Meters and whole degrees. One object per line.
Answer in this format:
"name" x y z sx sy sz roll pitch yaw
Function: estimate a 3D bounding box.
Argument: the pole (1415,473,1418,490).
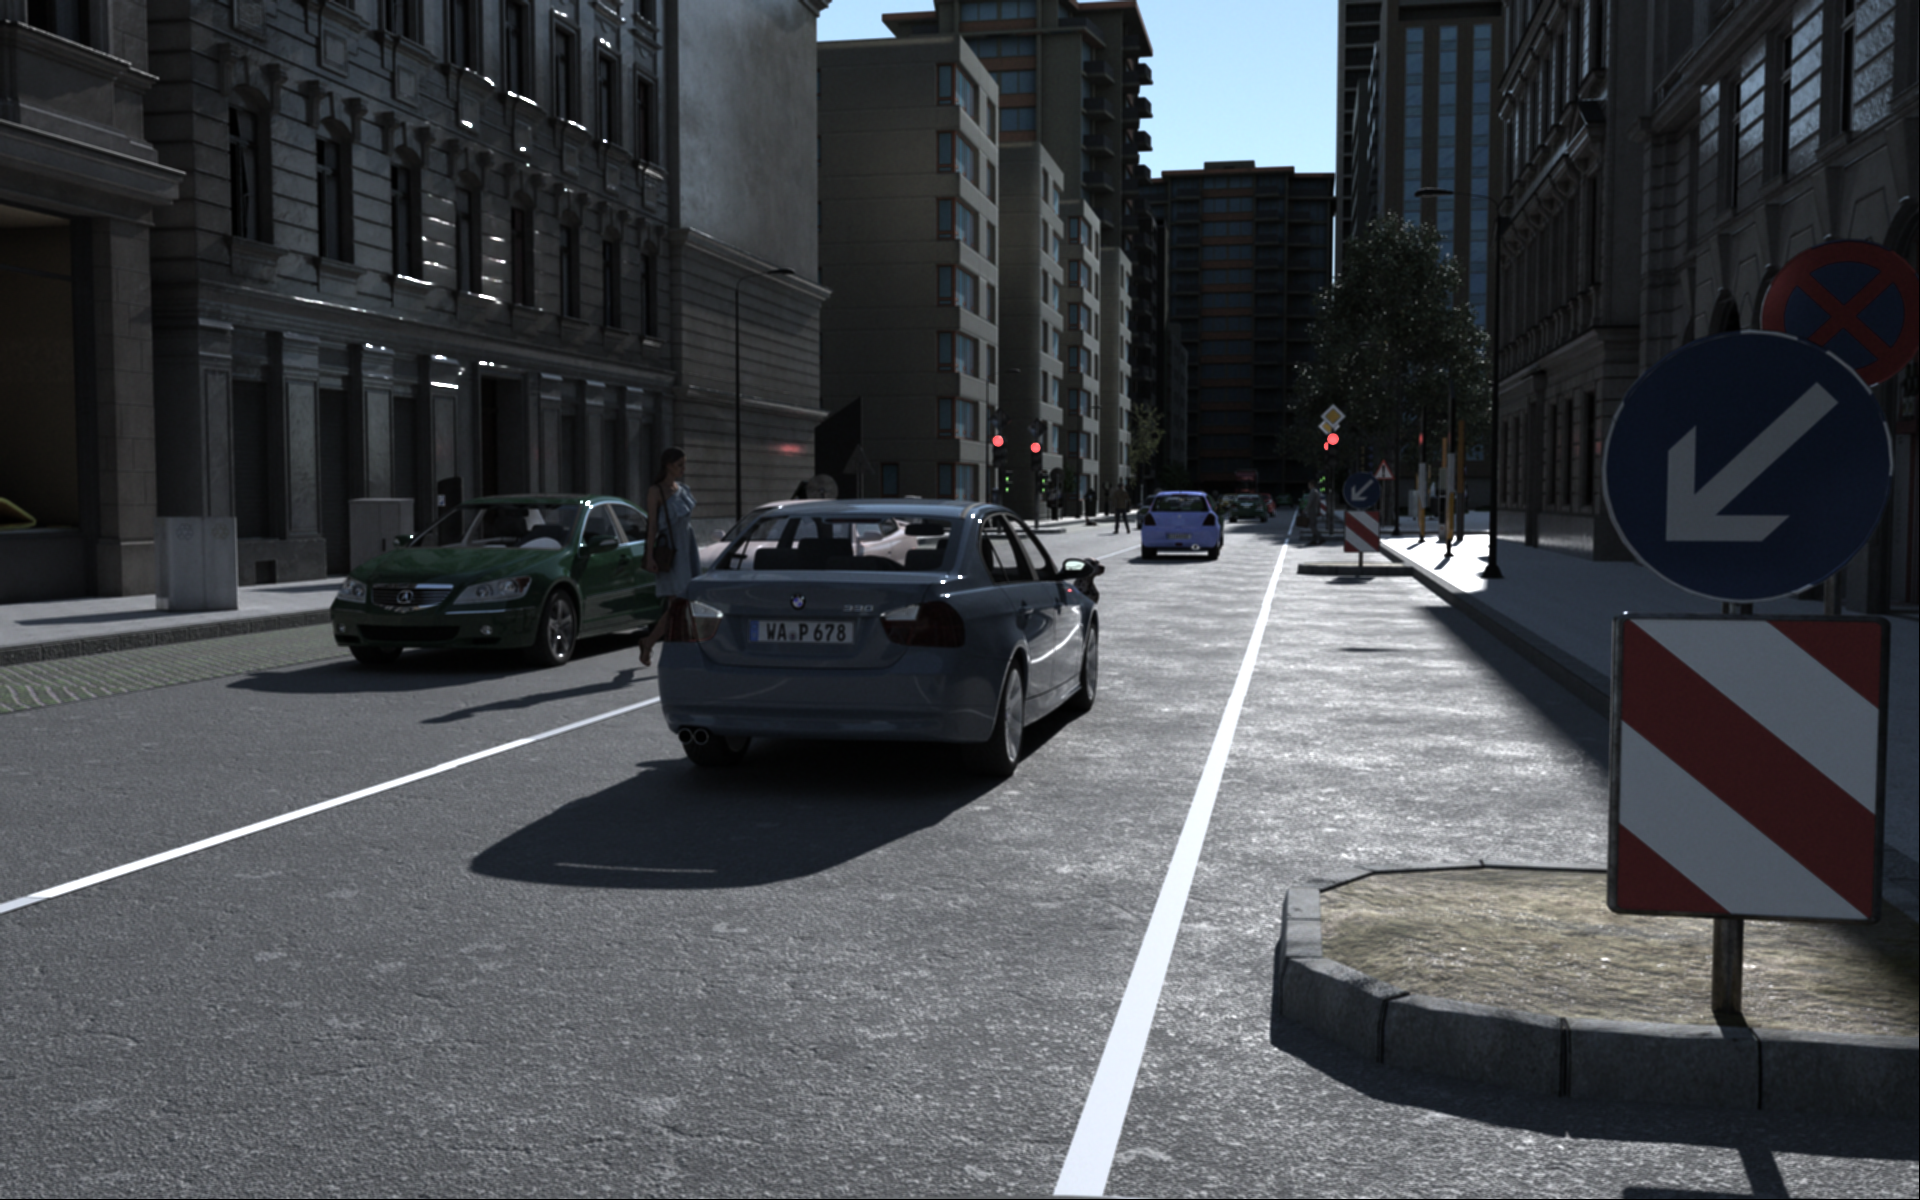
"pole" 30.781 -7.517 116.742 0.158 3.312 0.155 0 3 0

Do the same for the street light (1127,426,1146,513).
"street light" 12.014 -8.912 118.257 1.470 5.913 1.316 1 4 11

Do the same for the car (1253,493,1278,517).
"car" 18.861 -6.098 108.746 2.155 1.783 4.494 1 4 13

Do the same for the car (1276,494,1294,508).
"car" 34.702 -10.778 185.020 1.959 1.807 4.718 1 4 12

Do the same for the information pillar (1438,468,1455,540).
"information pillar" 13.503 -2.665 48.066 0.304 2.012 0.304 -2 4 -27

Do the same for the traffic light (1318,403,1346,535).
"traffic light" 11.559 -3.971 53.843 0.839 4.253 0.868 1 4 11

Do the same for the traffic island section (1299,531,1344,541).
"traffic island section" 11.596 -1.937 53.949 2.009 0.180 2.903 1 4 11

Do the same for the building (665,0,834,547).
"building" -21.746 -14.119 49.935 34.723 24.649 14.460 1 4 11

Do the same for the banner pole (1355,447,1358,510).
"banner pole" 19.332 -5.773 84.412 0.401 3.779 0.863 1 4 16

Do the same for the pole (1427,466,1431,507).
"pole" 32.241 -7.663 119.140 0.158 3.312 0.155 0 3 0

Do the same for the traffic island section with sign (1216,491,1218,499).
"traffic island section with sign" 28.068 -11.097 190.059 1.989 1.847 2.006 1 4 11

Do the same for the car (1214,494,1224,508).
"car" 24.470 -9.019 159.256 2.131 1.459 4.920 1 4 12

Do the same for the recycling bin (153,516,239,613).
"recycling bin" -8.470 -0.406 19.199 0.722 1.027 0.722 -3 4 -36

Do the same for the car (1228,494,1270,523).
"car" 14.791 -4.704 88.707 2.131 1.459 4.920 1 4 12

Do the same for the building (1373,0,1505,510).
"building" 42.314 -30.279 145.173 14.600 45.320 14.200 1 4 11

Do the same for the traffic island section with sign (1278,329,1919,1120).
"traffic island section with sign" 1.941 0.223 4.976 1.989 1.847 2.006 1 4 11

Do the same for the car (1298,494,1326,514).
"car" 25.300 -7.073 124.447 1.959 1.807 4.718 1 4 11

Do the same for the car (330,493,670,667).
"car" -3.927 -0.257 15.994 2.131 1.459 4.920 1 4 11

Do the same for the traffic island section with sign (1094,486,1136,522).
"traffic island section with sign" 7.924 -4.855 88.015 1.989 1.847 2.006 1 4 11

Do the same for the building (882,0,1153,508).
"building" 5.424 -30.585 154.683 22.147 44.769 28.867 1 4 11

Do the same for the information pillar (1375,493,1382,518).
"information pillar" 21.294 -5.106 87.972 0.304 2.012 0.304 2 4 30

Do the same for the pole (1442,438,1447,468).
"pole" 17.479 -4.204 62.577 0.158 3.312 0.155 0 3 0

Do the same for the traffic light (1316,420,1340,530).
"traffic light" 13.106 -4.450 61.677 0.839 4.253 0.868 1 4 11

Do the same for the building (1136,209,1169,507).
"building" 13.471 -24.691 175.396 14.160 30.474 14.107 1 4 11

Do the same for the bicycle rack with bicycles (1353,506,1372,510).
"bicycle rack with bicycles" 28.576 -6.599 121.275 2.925 0.926 2.852 0 4 -5

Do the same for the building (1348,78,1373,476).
"building" 54.501 -34.765 192.114 21.300 48.544 21.600 1 4 11

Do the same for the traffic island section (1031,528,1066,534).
"traffic island section" 2.802 -2.541 63.823 2.009 0.180 2.903 1 4 11

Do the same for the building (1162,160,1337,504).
"building" 35.055 -35.230 230.630 28.867 44.769 22.147 1 4 11

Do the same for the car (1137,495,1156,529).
"car" 8.414 -3.675 72.090 2.014 1.417 4.499 1 4 12

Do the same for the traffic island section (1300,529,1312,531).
"traffic island section" 13.143 -2.416 61.783 2.009 0.180 2.903 1 4 11

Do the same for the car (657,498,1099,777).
"car" -0.284 0.110 10.208 2.014 1.417 4.499 1 4 13

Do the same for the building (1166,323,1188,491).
"building" 10.810 -21.701 199.856 28.899 21.520 27.650 1 4 11

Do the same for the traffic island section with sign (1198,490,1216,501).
"traffic island section with sign" 22.860 -9.479 163.610 1.989 1.847 2.006 1 4 11

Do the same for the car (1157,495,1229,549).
"car" 6.181 -2.137 46.743 2.131 1.459 4.920 1 4 10

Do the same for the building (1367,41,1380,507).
"building" 50.700 -33.440 166.357 23.786 49.044 30.456 1 4 11

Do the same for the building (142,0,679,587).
"building" -12.976 -11.197 32.219 9.793 20.994 18.267 1 4 11

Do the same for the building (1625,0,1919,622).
"building" 15.739 -10.794 18.287 13.314 21.916 24.055 1 4 11

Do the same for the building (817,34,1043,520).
"building" -10.780 -14.509 82.262 27.650 21.520 28.899 1 4 11

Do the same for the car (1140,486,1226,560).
"car" 5.031 -1.812 39.220 1.945 1.707 3.694 1 4 9

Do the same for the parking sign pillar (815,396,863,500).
"parking sign pillar" -3.346 -3.627 47.767 1.447 3.967 1.447 0 4 0

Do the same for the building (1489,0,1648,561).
"building" 18.465 -10.755 40.473 10.561 19.102 19.286 1 4 11

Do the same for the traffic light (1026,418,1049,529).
"traffic light" 2.839 -4.572 63.681 0.839 4.253 0.868 1 4 11

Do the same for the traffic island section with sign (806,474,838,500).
"traffic island section with sign" -2.794 -1.537 33.763 1.989 1.847 2.006 1 4 11

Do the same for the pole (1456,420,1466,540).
"pole" 13.876 -3.311 47.974 0.158 3.312 0.155 0 3 0

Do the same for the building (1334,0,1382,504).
"building" 59.571 -48.198 226.285 20.611 71.187 20.563 1 4 11

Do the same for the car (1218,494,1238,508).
"car" 21.965 -7.965 140.447 2.015 1.641 3.980 1 4 12

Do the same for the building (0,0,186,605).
"building" -18.424 -9.317 3.245 10.553 20.767 40.483 1 4 11

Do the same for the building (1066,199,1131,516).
"building" -3.548 -16.718 118.377 27.650 21.520 28.899 1 4 11

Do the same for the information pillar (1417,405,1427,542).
"information pillar" 12.293 -3.346 46.057 0.183 3.616 0.504 0 4 3

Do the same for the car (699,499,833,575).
"car" -1.779 -0.503 20.587 2.083 1.381 4.827 1 4 13

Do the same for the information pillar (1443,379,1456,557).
"information pillar" 9.988 -2.684 35.243 0.183 3.616 0.504 1 4 8

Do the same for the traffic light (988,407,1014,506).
"traffic light" 1.292 -4.093 55.846 0.839 4.253 0.868 1 4 11

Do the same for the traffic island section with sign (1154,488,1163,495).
"traffic island section with sign" 13.176 -6.483 114.632 1.989 1.847 2.006 1 4 11
